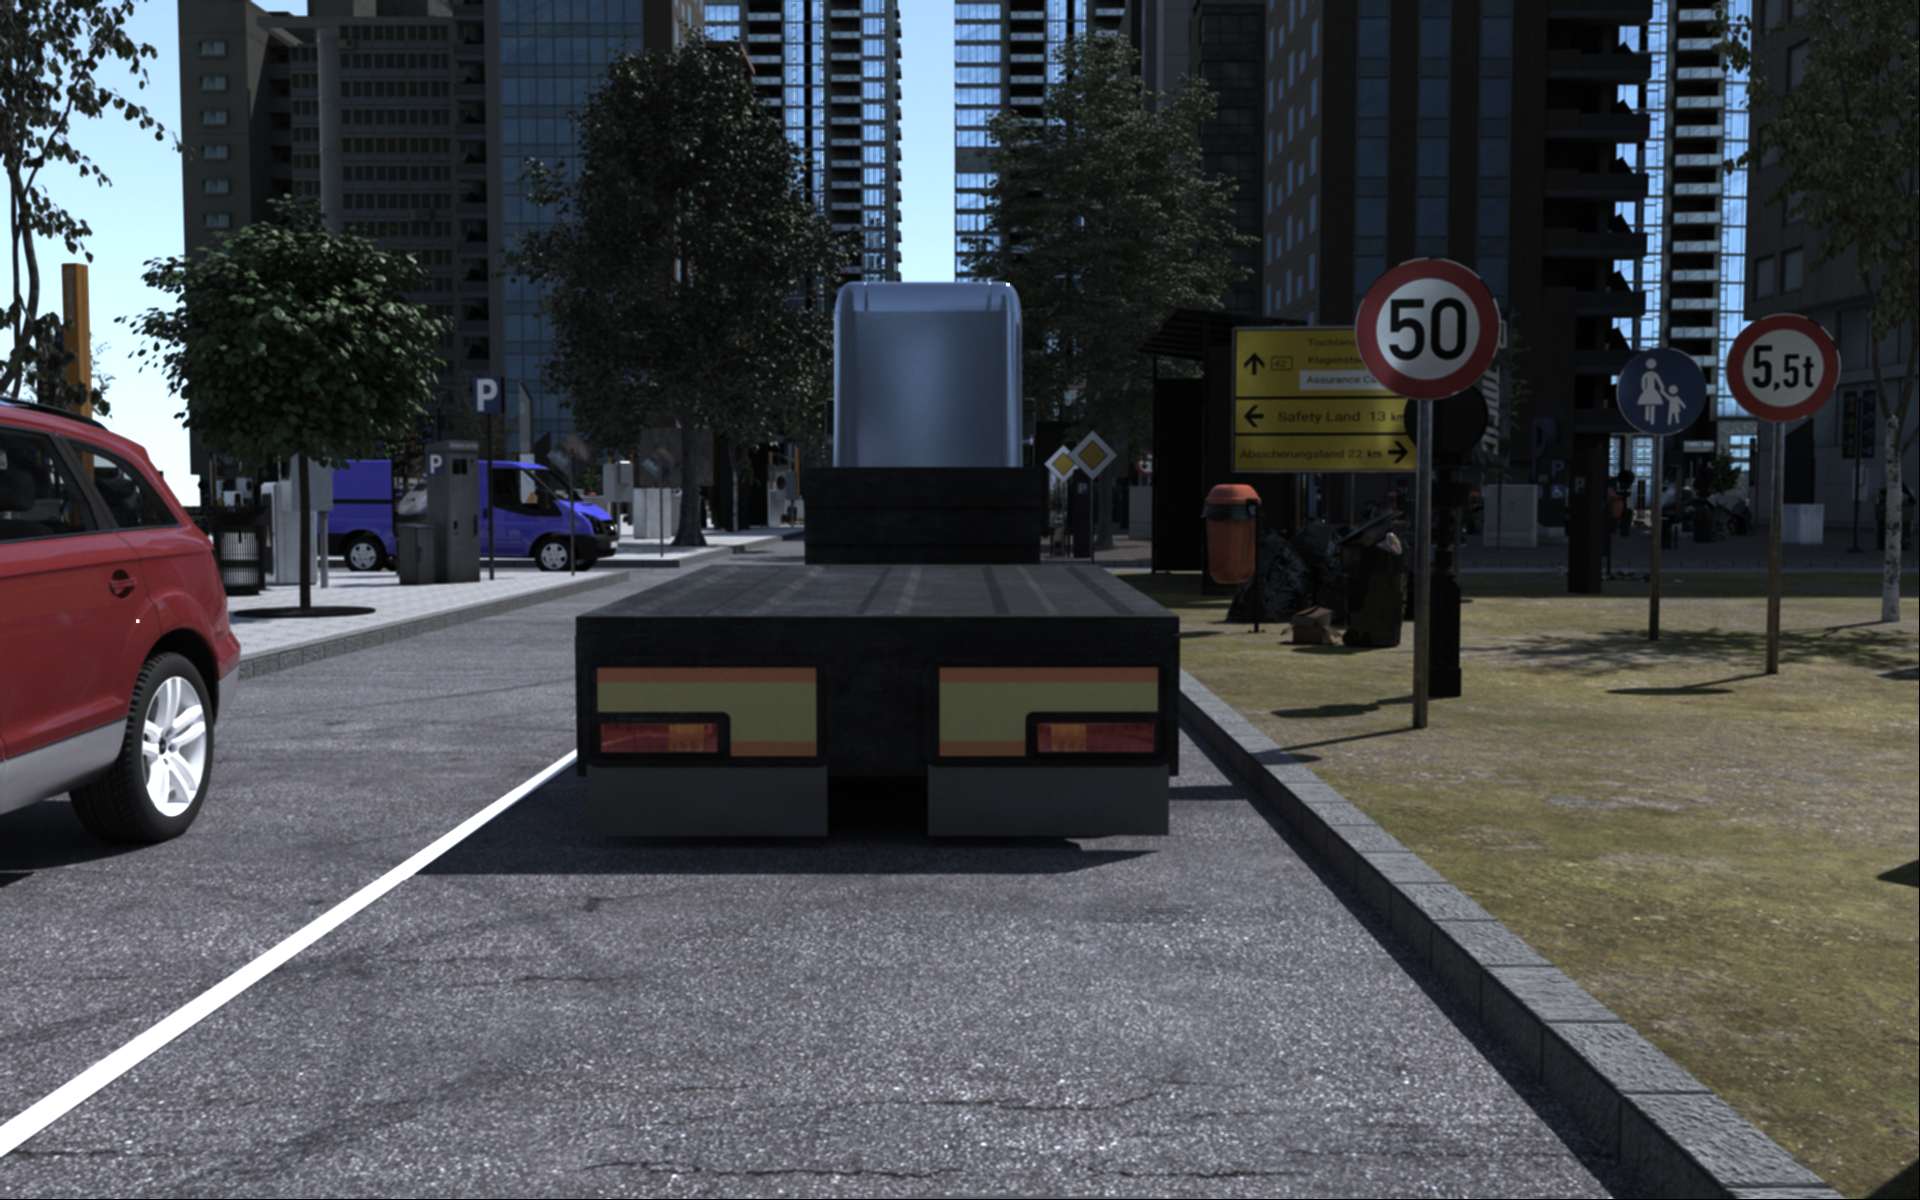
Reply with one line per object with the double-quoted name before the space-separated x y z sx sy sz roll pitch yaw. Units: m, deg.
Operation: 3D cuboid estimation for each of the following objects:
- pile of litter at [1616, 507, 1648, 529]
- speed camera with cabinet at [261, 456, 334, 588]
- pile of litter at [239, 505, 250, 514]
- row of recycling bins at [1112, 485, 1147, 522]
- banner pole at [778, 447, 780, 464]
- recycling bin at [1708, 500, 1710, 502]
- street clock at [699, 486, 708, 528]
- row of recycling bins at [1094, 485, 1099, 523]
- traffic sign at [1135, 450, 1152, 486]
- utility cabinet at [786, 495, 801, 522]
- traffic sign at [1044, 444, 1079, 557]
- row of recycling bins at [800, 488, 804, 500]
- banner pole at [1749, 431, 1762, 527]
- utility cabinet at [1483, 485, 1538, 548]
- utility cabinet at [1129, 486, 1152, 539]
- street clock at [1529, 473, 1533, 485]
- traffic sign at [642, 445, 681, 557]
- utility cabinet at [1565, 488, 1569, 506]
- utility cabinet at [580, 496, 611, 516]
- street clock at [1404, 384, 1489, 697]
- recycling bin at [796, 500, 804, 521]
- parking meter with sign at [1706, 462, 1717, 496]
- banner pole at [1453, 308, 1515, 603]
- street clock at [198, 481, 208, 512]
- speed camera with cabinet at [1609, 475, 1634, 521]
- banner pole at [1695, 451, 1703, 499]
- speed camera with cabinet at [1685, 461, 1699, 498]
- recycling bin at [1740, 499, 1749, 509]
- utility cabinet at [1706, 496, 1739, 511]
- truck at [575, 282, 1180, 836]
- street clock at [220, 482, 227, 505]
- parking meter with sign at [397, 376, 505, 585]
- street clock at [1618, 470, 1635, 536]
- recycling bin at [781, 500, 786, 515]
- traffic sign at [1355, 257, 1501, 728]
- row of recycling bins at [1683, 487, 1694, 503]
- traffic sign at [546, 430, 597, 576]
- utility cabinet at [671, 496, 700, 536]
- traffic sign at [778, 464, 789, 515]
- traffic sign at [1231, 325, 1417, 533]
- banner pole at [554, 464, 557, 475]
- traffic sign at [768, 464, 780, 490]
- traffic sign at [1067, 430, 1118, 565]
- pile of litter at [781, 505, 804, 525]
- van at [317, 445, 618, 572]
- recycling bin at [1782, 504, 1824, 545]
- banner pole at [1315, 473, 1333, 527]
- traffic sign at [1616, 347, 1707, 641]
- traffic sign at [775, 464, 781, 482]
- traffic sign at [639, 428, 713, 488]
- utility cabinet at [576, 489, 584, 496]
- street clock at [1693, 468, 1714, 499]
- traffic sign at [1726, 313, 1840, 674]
"pile of litter" 25.167 -3.103 64.692 1.719 0.858 1.176 -2 4 -35
"speed camera with cabinet" -9.285 -1.826 24.187 0.660 3.252 2.038 -2 4 -32
"pile of litter" -28.945 -3.389 69.369 1.176 0.858 1.719 0 4 -1
"row of recycling bins" 8.256 -4.426 79.471 3.534 1.692 1.069 -2 4 -34
"banner pole" -9.591 -6.245 92.130 0.401 3.779 0.863 0 4 -2
"recycling bin" 30.977 -3.644 72.133 0.722 1.027 0.722 0 4 -6
"street clock" -9.766 -3.751 65.906 0.471 2.002 0.358 3 5 44
"row of recycling bins" 4.732 -4.230 76.268 3.534 1.692 1.069 -1 4 -9
"traffic sign" 5.442 -3.059 50.121 0.768 2.556 0.104 0 4 3
"utility cabinet" -7.934 -4.272 81.012 1.020 1.237 0.306 0 4 1
"traffic sign" 2.091 -1.922 35.075 0.795 2.450 0.064 0 4 0
"row of recycling bins" -9.348 -5.605 98.755 1.069 1.692 3.534 0 4 -4
"banner pole" 31.280 -4.782 68.208 0.863 3.779 0.401 -3 4 -36
"utility cabinet" 13.040 -1.979 41.042 1.173 1.500 0.318 3 4 36
"utility cabinet" 5.351 -2.456 48.837 1.173 1.500 0.318 3 4 36
"street clock" 19.775 -3.379 59.815 0.358 2.002 0.471 1 4 23
"traffic sign" -6.053 -1.925 35.116 0.795 2.450 0.064 0 4 0
"utility cabinet" 20.402 -3.096 59.304 1.173 1.500 0.318 0 4 -6
"utility cabinet" -10.973 -2.488 51.841 1.020 1.237 0.306 1 4 14
"street clock" 3.069 -0.393 10.989 0.471 2.002 0.358 0 4 -7
"recycling bin" -6.525 -3.749 73.851 0.722 1.027 0.722 2 4 30
"parking meter with sign" 40.327 -5.909 92.865 0.543 3.016 1.738 1 4 21
"banner pole" 6.127 -1.865 20.502 0.863 3.779 0.401 0 4 -7
"street clock" -41.160 -5.482 94.202 0.471 2.002 0.358 0 4 -5
"speed camera with cabinet" 31.013 -5.352 81.840 0.660 3.252 2.038 -1 4 -14
"banner pole" 42.869 -6.759 100.532 0.401 3.779 0.863 0 4 -6
"speed camera with cabinet" 42.658 -6.592 102.115 2.038 3.252 0.660 -1 4 -18
"recycling bin" 41.656 -4.881 92.359 0.722 1.027 0.722 3 5 43
"utility cabinet" 26.417 -2.981 59.903 1.020 1.237 0.306 -1 4 -18
"truck" -0.378 -1.617 16.196 2.967 4.110 18.799 0 4 0
"street clock" -42.785 -5.877 100.659 0.471 2.002 0.358 3 5 44
"parking meter with sign" -7.361 -1.760 25.034 0.543 3.016 1.738 2 4 27
"street clock" 20.205 -2.937 52.590 0.358 2.002 0.471 -1 4 -23
"recycling bin" -8.187 -3.983 77.680 0.722 1.027 0.722 -1 4 -13
"traffic sign" 2.527 -0.571 9.437 0.768 2.556 0.104 1 4 8
"row of recycling bins" 40.934 -5.638 99.296 1.069 1.692 3.534 0 4 -6
"traffic sign" -6.074 -1.437 27.131 0.795 2.450 0.064 0 4 0
"utility cabinet" -8.445 -2.540 52.699 1.020 1.237 0.306 -2 4 -27
"traffic sign" -7.597 -4.535 74.249 0.768 2.556 0.104 0 4 6
"traffic sign" 4.427 -1.659 20.992 2.265 3.308 0.079 0 4 6
"banner pole" -23.380 -6.657 98.856 0.863 3.779 0.401 0 4 3
"traffic sign" -7.971 -4.475 73.279 0.768 2.556 0.104 0 4 7
"traffic sign" 2.070 -1.434 27.090 0.795 2.450 0.064 0 4 0
"pile of litter" -6.813 -3.524 71.585 1.719 0.858 1.176 -1 4 -12
"van" -8.845 -1.646 31.288 5.245 2.365 2.240 0 4 2
"recycling bin" 21.301 -1.912 43.820 0.722 1.027 0.722 -1 4 -12
"banner pole" 14.114 -4.725 67.270 0.863 3.779 0.401 -2 4 -23
"traffic sign" 6.087 -0.918 15.121 0.768 2.556 0.104 0 4 4
"traffic sign" -7.743 -4.567 74.673 0.884 2.594 0.081 0 4 6
"traffic sign" -8.698 -3.623 53.114 2.265 3.308 0.079 0 4 1
"utility cabinet" -17.653 -4.329 79.465 0.318 1.500 1.173 -3 4 -39
"street clock" 20.360 -2.615 47.332 0.358 2.002 0.471 0 4 -1
"traffic sign" 5.812 -0.747 12.318 0.768 2.556 0.104 0 4 7
